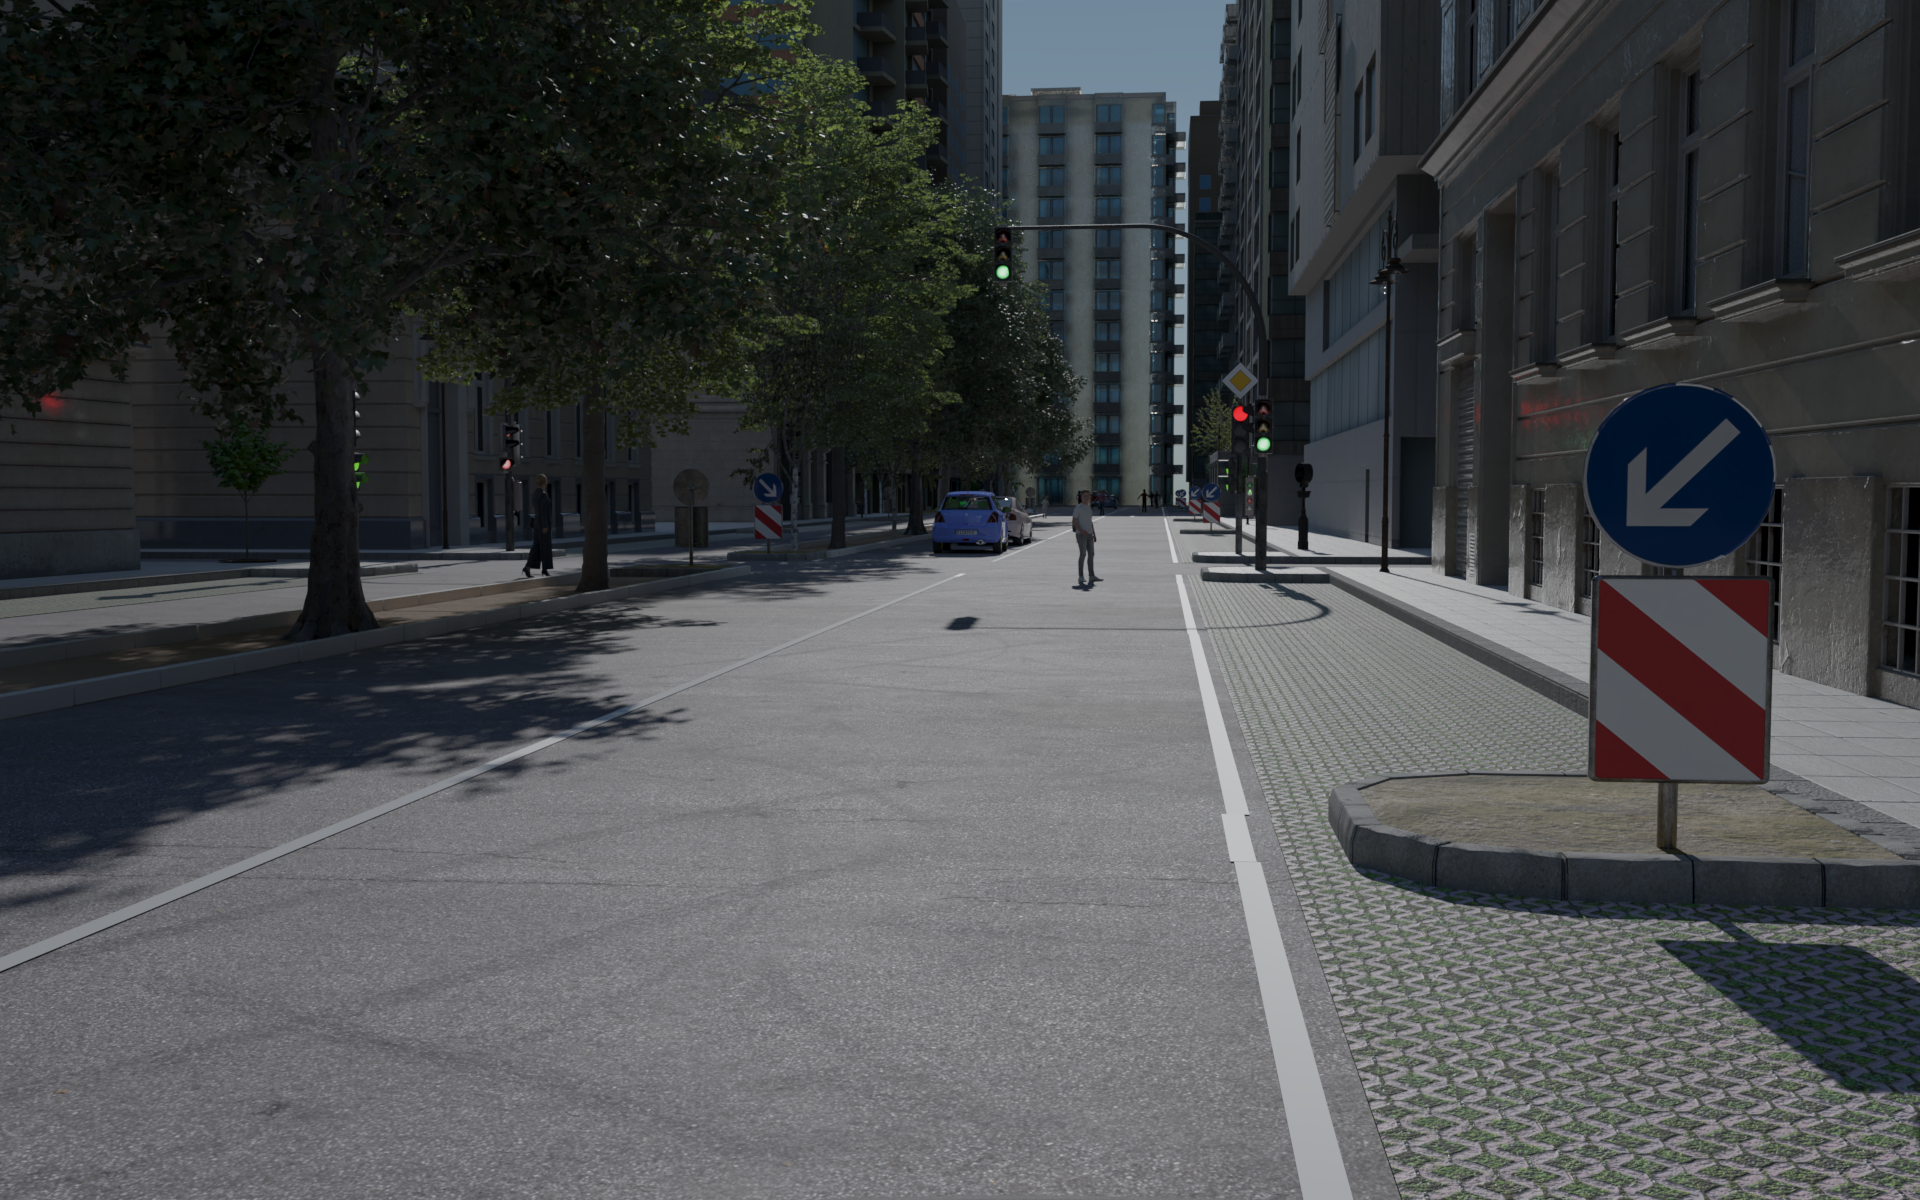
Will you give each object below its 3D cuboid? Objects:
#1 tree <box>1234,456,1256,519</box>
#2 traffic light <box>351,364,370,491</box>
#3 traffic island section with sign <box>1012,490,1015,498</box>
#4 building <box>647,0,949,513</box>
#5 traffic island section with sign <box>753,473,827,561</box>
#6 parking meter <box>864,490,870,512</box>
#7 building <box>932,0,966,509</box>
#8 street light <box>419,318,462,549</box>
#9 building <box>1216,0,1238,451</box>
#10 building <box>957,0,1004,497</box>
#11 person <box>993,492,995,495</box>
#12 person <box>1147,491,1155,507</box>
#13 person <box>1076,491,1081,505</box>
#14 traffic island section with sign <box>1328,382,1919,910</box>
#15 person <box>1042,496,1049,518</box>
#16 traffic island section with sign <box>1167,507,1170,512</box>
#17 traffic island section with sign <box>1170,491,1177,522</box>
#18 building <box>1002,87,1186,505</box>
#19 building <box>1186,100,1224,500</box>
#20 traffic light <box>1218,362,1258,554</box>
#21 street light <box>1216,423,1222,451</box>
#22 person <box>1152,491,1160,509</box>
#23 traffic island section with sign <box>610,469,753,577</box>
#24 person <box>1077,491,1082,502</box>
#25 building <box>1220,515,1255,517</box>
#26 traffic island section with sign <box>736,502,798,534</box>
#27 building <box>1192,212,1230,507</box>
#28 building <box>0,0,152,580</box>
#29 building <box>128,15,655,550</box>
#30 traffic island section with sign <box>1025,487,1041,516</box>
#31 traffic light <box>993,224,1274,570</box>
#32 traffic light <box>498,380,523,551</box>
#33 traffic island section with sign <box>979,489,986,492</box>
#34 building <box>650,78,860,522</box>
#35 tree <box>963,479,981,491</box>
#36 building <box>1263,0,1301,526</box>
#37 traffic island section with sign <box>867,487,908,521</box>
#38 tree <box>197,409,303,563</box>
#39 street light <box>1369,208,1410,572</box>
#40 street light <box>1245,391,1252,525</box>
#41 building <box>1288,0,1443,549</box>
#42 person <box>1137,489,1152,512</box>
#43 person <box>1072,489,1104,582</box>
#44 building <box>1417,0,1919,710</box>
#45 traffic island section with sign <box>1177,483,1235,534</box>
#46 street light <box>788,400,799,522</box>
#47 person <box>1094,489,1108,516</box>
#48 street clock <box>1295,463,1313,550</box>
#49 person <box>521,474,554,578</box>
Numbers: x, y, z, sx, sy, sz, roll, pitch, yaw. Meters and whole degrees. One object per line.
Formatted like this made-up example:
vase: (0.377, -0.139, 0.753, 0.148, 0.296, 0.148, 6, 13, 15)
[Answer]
tree: (14.526, -5.772, 88.981, 1.663, 3.219, 1.824, 0, 3, 0)
traffic light: (-11.015, -2.568, 30.905, 0.839, 4.253, 0.868, 0, 4, 7)
traffic island section with sign: (5.005, -9.734, 167.781, 1.989, 1.847, 2.006, 0, 4, 7)
building: (-12.654, -28.999, 128.750, 22.147, 44.769, 28.867, 0, 4, 7)
traffic island section with sign: (-4.056, -1.823, 37.934, 2.006, 1.907, 1.989, 0, 4, 7)
parking meter: (-6.045, -6.389, 112.876, 0.372, 1.533, 0.369, 0, 3, 0)
building: (-7.108, -30.569, 149.915, 14.600, 45.320, 14.200, 0, 4, 7)
street light: (-12.018, -4.130, 40.307, 0.468, 5.910, 1.993, 0, 4, 7)
building: (34.595, -32.769, 155.375, 23.786, 49.044, 30.456, 0, 4, 7)
building: (-6.606, -45.344, 179.628, 20.611, 71.187, 20.563, 0, 4, 7)
person: (2.776, -8.873, 153.446, 0.709, 1.838, 0.599, -2, 4, -23)
person: (21.152, -11.188, 191.440, 0.705, 1.821, 1.348, -2, 4, -29)
person: (10.449, -8.653, 150.662, 0.721, 1.739, 1.217, -2, 4, -32)
traffic island section with sign: (2.544, 0.102, 6.959, 1.989, 1.847, 2.006, 0, 4, 7)
person: (5.119, -5.604, 104.410, 0.425, 1.301, 0.394, -1, 4, -17)
traffic island section with sign: (17.645, -7.936, 138.386, 1.989, 1.847, 2.006, 0, 4, 7)
traffic island section with sign: (12.090, -4.979, 90.039, 1.989, 1.847, 2.006, 0, 4, 7)
building: (11.433, -35.924, 206.961, 30.456, 49.044, 23.786, 0, 4, 7)
building: (33.458, -33.632, 199.993, 14.200, 45.320, 14.600, 0, 4, 7)
traffic light: (5.955, -2.942, 37.015, 0.839, 4.253, 0.868, 0, 4, 7)
street light: (16.520, -8.425, 110.532, 0.468, 5.910, 1.993, 0, 4, 7)
person: (19.369, -9.911, 171.264, 0.721, 1.735, 1.217, 3, 5, 45)
traffic island section with sign: (-4.912, -1.372, 30.577, 2.006, 1.907, 1.989, 0, 4, 7)
person: (10.903, -9.075, 157.611, 0.721, 1.736, 1.217, 1, 4, 21)
building: (25.139, -40.398, 98.759, 20.563, 71.187, 20.611, 0, 4, 7)
traffic island section with sign: (-6.993, -3.349, 63.382, 1.989, 1.847, 2.006, 0, 4, 7)
building: (31.106, -24.905, 178.890, 14.160, 30.474, 14.107, 0, 4, 7)
building: (-31.285, -12.619, 25.398, 34.723, 24.649, 14.460, 0, 4, 7)
building: (-17.676, -16.107, 49.257, 13.634, 28.700, 20.117, 0, 4, 7)
traffic island section with sign: (4.518, -6.388, 112.584, 2.006, 1.907, 1.989, 0, 4, 7)
traffic light: (2.954, -3.334, 29.179, 4.771, 5.953, 1.251, 0, 4, 7)
traffic light: (-8.015, -3.912, 38.635, 4.771, 5.953, 1.251, 0, 4, 7)
traffic island section with sign: (1.818, -8.037, 140.035, 1.989, 1.847, 2.006, 0, 4, 7)
building: (-12.562, -13.972, 79.356, 10.553, 20.767, 40.483, 0, 4, 7)
tree: (1.322, -10.219, 161.676, 1.663, 3.219, 1.824, 0, 3, 0)
building: (20.153, -18.556, 75.096, 14.160, 30.474, 14.107, 0, 4, 7)
traffic island section with sign: (-3.773, -5.068, 91.494, 1.989, 1.847, 2.006, 0, 4, 7)
tree: (-13.525, -2.320, 32.529, 1.663, 3.219, 1.824, 0, 3, 0)
street light: (6.998, -3.400, 28.376, 0.468, 5.910, 1.993, 0, 4, 7)
street light: (12.090, -6.106, 72.624, 0.468, 5.910, 1.993, 0, 4, 7)
building: (23.515, -28.088, 48.475, 27.495, 52.752, 28.713, 0, 4, 7)
person: (14.538, -7.828, 136.447, 1.348, 1.831, 0.705, 2, 4, 29)
person: (2.068, -1.054, 28.322, 0.523, 1.515, 0.503, 1, 4, 16)
building: (13.320, -10.976, 12.747, 16.112, 22.955, 30.059, 0, 4, 7)
traffic island section with sign: (8.879, -3.268, 62.054, 1.989, 1.847, 2.006, 0, 4, 7)
street light: (-7.627, -6.464, 78.467, 0.468, 5.910, 1.993, 0, 4, 7)
person: (9.443, -6.513, 115.702, 0.721, 1.743, 1.217, -3, 5, -42)
street clock: (7.949, -2.171, 40.074, 0.358, 2.002, 0.471, -1, 4, -19)
person: (-7.207, -1.273, 29.728, 0.576, 1.772, 0.534, 2, 4, 31)
